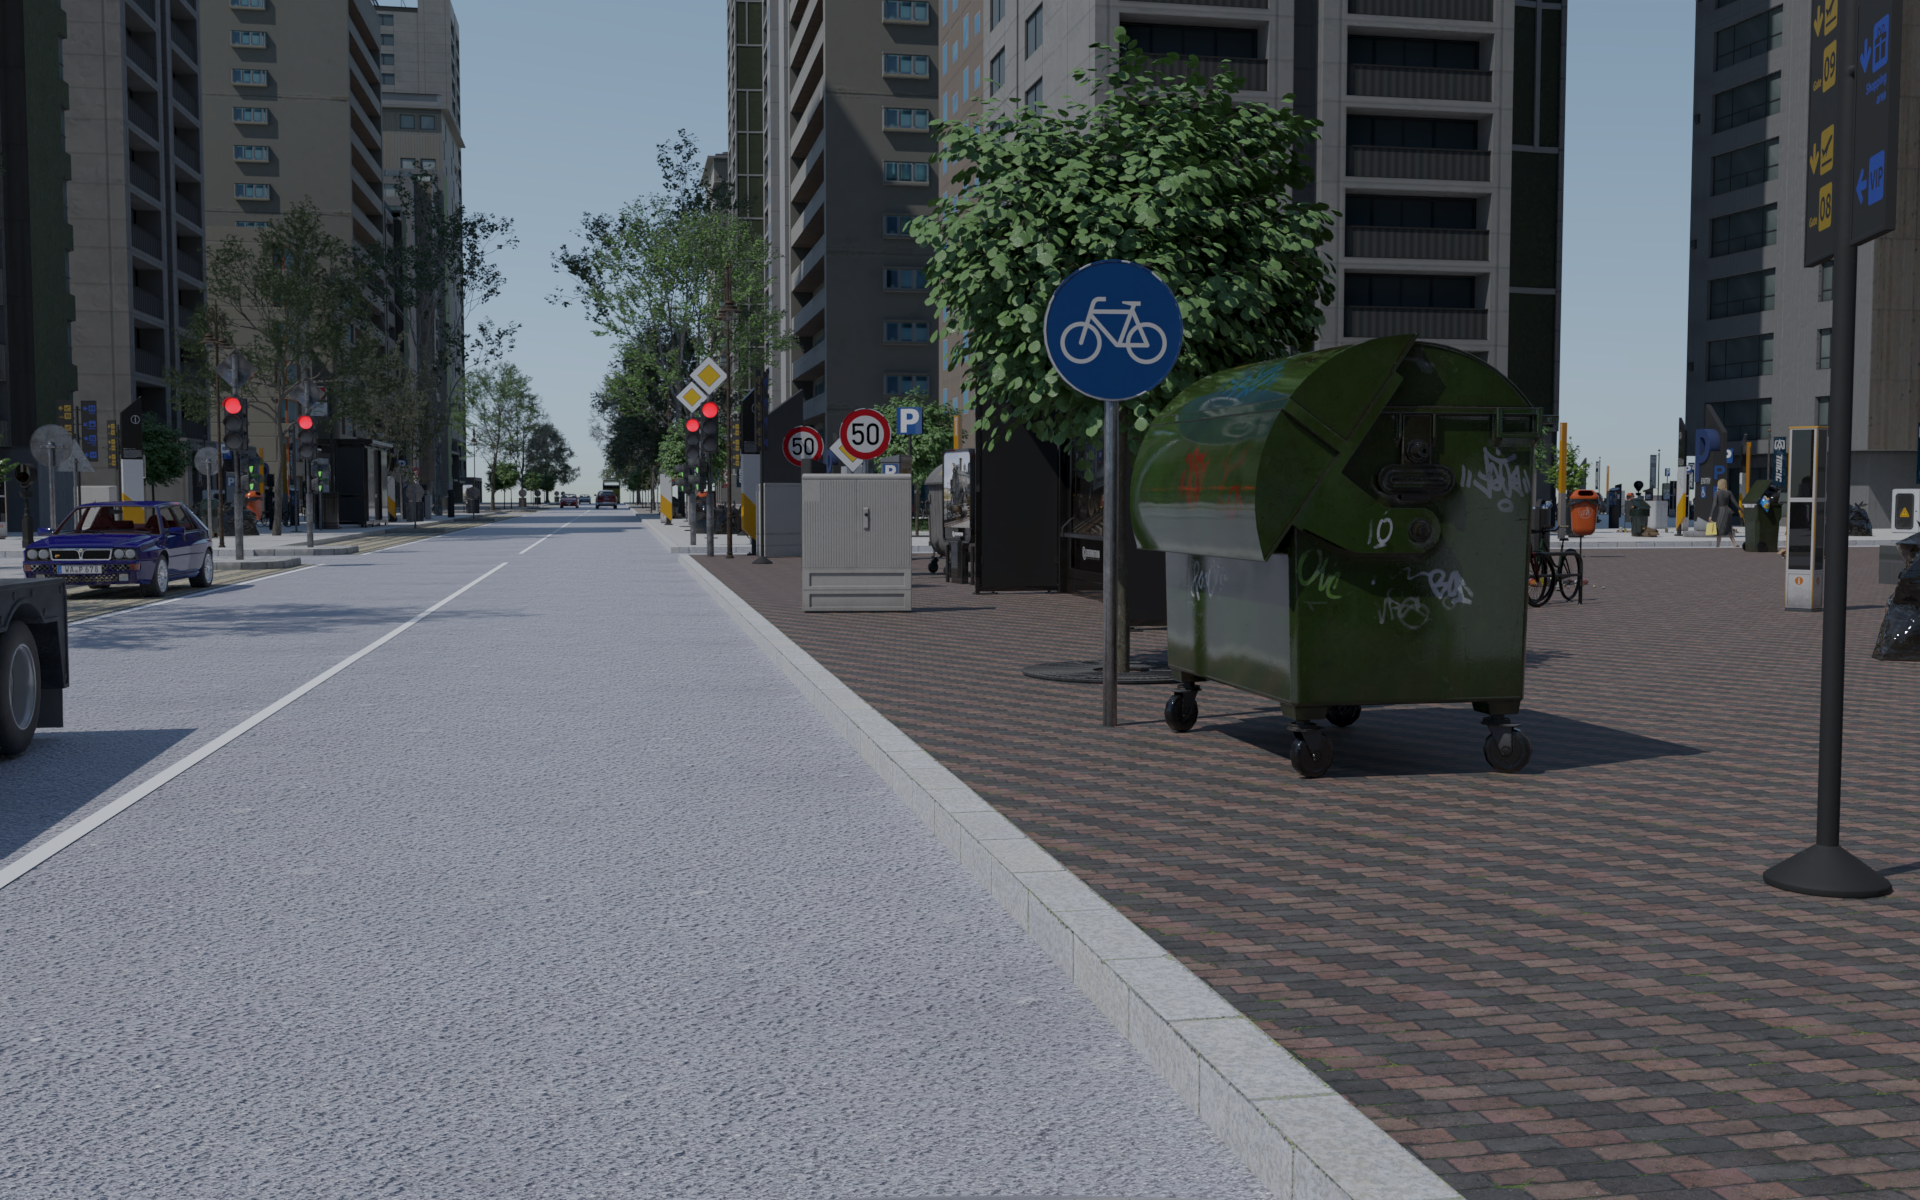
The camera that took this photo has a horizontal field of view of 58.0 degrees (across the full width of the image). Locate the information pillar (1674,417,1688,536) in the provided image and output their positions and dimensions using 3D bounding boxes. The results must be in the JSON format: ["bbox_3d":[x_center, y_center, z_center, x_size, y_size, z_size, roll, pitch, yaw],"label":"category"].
[{"bbox_3d":[21.953,-3.751,52.683,0.183,3.616,0.504,0,4,1],"label":"information pillar"}]

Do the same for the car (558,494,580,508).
[{"bbox_3d":[-39.801,-10.239,176.448,2.155,1.783,4.494,-1,4,-10],"label":"car"}]

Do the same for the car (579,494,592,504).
[{"bbox_3d":[-54.202,-14.570,250.216,2.014,1.417,4.499,-1,4,-11],"label":"car"}]

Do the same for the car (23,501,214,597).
[{"bbox_3d":[-12.080,-0.760,25.005,1.945,1.354,3.894,-1,4,-10],"label":"car"}]

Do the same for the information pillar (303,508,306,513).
[{"bbox_3d":[-42.481,-6.599,112.384,0.304,2.012,0.304,-1,4,-17],"label":"information pillar"}]

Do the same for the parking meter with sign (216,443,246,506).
[{"bbox_3d":[-25.099,-3.904,60.092,0.543,3.016,1.738,0,4,3],"label":"parking meter with sign"}]

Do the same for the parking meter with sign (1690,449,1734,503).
[{"bbox_3d":[28.892,-4.293,66.448,1.738,3.016,0.543,-2,4,-32],"label":"parking meter with sign"}]

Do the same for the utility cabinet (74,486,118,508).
[{"bbox_3d":[-23.226,-2.316,46.546,1.173,1.500,0.318,1,4,17],"label":"utility cabinet"}]

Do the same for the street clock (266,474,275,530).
[{"bbox_3d":[-24.688,-3.518,62.093,0.358,2.002,0.471,-1,4,-17],"label":"street clock"}]

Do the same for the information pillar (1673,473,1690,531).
[{"bbox_3d":[25.180,-3.415,60.330,0.304,2.012,0.304,-2,4,-27],"label":"information pillar"}]

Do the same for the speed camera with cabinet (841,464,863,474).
[{"bbox_3d":[-2.719,-3.706,54.934,2.038,3.252,0.660,-1,4,-23],"label":"speed camera with cabinet"}]

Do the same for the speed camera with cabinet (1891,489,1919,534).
[{"bbox_3d":[31.373,-3.782,56.171,0.660,3.252,2.038,-2,4,-29],"label":"speed camera with cabinet"}]

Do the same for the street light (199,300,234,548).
[{"bbox_3d":[-17.702,-4.194,41.366,0.468,5.910,1.993,-1,4,-11],"label":"street light"}]

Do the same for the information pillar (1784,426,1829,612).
[{"bbox_3d":[9.245,-0.883,18.926,0.304,2.012,0.304,-3,5,-43],"label":"information pillar"}]

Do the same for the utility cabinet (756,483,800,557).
[{"bbox_3d":[-3.592,-1.623,35.215,1.173,1.500,0.318,-3,5,-44],"label":"utility cabinet"}]

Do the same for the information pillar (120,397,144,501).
[{"bbox_3d":[-19.834,-3.069,41.539,0.183,3.616,0.504,3,5,45],"label":"information pillar"}]

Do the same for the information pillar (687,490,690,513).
[{"bbox_3d":[-18.442,-6.938,117.925,0.304,2.012,0.304,-2,4,-27],"label":"information pillar"}]

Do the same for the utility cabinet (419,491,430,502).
[{"bbox_3d":[-33.685,-6.088,108.215,0.318,1.500,1.173,3,4,39],"label":"utility cabinet"}]

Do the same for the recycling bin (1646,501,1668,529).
[{"bbox_3d":[25.599,-3.143,63.936,0.722,1.027,0.722,-2,4,-31],"label":"recycling bin"}]

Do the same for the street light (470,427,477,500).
[{"bbox_3d":[-32.806,-8.823,117.046,0.468,5.910,1.993,-1,4,-11],"label":"street light"}]

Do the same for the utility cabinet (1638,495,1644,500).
[{"bbox_3d":[34.511,-4.685,87.756,0.306,1.237,1.020,1,4,22],"label":"utility cabinet"}]

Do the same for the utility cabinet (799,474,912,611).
[{"bbox_3d":[-1.115,-0.617,18.771,1.173,1.500,0.318,0,4,-3],"label":"utility cabinet"}]

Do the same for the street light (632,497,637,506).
[{"bbox_3d":[-35.652,-13.354,191.117,0.468,5.910,1.993,-1,4,-11],"label":"street light"}]

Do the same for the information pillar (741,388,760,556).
[{"bbox_3d":[-4.337,-2.740,36.156,0.504,3.616,0.183,-3,5,-40],"label":"information pillar"}]

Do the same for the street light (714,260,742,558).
[{"bbox_3d":[-4.594,-3.768,34.394,0.468,5.910,1.993,-1,4,-11],"label":"street light"}]

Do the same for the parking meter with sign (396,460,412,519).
[{"bbox_3d":[-28.362,-5.658,88.765,0.543,3.016,1.738,0,4,-4],"label":"parking meter with sign"}]

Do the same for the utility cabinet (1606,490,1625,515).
[{"bbox_3d":[40.388,-5.995,106.699,1.173,1.500,0.318,-1,4,-23],"label":"utility cabinet"}]

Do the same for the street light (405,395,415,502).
[{"bbox_3d":[-25.185,-6.534,79.626,0.468,5.910,1.993,-1,4,-11],"label":"street light"}]

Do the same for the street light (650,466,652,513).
[{"bbox_3d":[-20.830,-8.803,116.720,0.468,5.910,1.993,-1,4,-11],"label":"street light"}]

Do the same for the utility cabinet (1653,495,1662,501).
[{"bbox_3d":[41.029,-5.511,101.260,1.020,1.237,0.306,1,4,13],"label":"utility cabinet"}]

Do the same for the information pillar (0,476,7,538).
[{"bbox_3d":[-28.299,-2.848,51.061,0.304,2.012,0.304,-2,4,-34],"label":"information pillar"}]

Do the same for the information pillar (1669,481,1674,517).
[{"bbox_3d":[39.117,-5.534,94.966,0.304,2.012,0.304,-1,4,-21],"label":"information pillar"}]

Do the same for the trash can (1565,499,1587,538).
[{"bbox_3d":[18.135,-2.403,50.944,0.748,1.137,0.748,0,3,0],"label":"trash can"}]

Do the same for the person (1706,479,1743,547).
[{"bbox_3d":[19.123,-2.064,42.470,1.509,1.804,0.699,2,4,27],"label":"person"}]

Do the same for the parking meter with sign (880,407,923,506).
[{"bbox_3d":[-1.271,-2.308,33.996,0.543,3.016,1.738,1,4,19],"label":"parking meter with sign"}]

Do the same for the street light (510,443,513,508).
[{"bbox_3d":[-40.297,-11.170,155.409,0.468,5.910,1.993,-1,4,-11],"label":"street light"}]

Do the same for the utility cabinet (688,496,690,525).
[{"bbox_3d":[-10.982,-3.705,71.744,0.306,1.237,1.020,-2,4,-27],"label":"utility cabinet"}]

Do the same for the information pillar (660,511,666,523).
[{"bbox_3d":[-12.968,-4.380,76.100,0.304,2.012,0.304,1,4,16],"label":"information pillar"}]

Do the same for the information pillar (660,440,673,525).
[{"bbox_3d":[-12.074,-4.884,71.205,0.504,3.616,0.183,0,4,5],"label":"information pillar"}]

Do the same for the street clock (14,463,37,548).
[{"bbox_3d":[-22.144,-2.234,41.103,0.471,2.002,0.358,1,4,17],"label":"street clock"}]

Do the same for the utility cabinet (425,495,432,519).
[{"bbox_3d":[-27.089,-4.716,88.268,0.306,1.237,1.020,-1,4,-14],"label":"utility cabinet"}]

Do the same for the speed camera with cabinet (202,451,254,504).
[{"bbox_3d":[-30.642,-4.782,72.526,0.660,3.252,2.038,2,4,33],"label":"speed camera with cabinet"}]

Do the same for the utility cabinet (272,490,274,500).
[{"bbox_3d":[-40.341,-5.655,101.142,0.318,1.500,1.173,-2,4,-31],"label":"utility cabinet"}]

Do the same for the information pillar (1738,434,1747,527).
[{"bbox_3d":[30.596,-4.669,67.688,0.183,3.616,0.504,3,5,40],"label":"information pillar"}]

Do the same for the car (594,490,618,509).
[{"bbox_3d":[-34.332,-9.746,168.025,2.281,1.827,5.304,-1,4,-13],"label":"car"}]

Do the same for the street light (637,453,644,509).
[{"bbox_3d":[-28.012,-11.005,152.716,0.468,5.910,1.993,-1,4,-11],"label":"street light"}]

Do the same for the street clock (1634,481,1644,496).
[{"bbox_3d":[36.363,-5.399,92.848,0.471,2.002,0.358,3,4,37],"label":"street clock"}]

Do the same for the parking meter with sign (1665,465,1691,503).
[{"bbox_3d":[48.167,-7.327,116.060,0.543,3.016,1.738,-3,5,-40],"label":"parking meter with sign"}]

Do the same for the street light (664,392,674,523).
[{"bbox_3d":[-13.082,-6.429,77.902,0.468,5.910,1.993,-1,4,-11],"label":"street light"}]

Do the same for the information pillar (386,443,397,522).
[{"bbox_3d":[-26.214,-5.400,79.647,0.183,3.616,0.504,3,4,37],"label":"information pillar"}]
